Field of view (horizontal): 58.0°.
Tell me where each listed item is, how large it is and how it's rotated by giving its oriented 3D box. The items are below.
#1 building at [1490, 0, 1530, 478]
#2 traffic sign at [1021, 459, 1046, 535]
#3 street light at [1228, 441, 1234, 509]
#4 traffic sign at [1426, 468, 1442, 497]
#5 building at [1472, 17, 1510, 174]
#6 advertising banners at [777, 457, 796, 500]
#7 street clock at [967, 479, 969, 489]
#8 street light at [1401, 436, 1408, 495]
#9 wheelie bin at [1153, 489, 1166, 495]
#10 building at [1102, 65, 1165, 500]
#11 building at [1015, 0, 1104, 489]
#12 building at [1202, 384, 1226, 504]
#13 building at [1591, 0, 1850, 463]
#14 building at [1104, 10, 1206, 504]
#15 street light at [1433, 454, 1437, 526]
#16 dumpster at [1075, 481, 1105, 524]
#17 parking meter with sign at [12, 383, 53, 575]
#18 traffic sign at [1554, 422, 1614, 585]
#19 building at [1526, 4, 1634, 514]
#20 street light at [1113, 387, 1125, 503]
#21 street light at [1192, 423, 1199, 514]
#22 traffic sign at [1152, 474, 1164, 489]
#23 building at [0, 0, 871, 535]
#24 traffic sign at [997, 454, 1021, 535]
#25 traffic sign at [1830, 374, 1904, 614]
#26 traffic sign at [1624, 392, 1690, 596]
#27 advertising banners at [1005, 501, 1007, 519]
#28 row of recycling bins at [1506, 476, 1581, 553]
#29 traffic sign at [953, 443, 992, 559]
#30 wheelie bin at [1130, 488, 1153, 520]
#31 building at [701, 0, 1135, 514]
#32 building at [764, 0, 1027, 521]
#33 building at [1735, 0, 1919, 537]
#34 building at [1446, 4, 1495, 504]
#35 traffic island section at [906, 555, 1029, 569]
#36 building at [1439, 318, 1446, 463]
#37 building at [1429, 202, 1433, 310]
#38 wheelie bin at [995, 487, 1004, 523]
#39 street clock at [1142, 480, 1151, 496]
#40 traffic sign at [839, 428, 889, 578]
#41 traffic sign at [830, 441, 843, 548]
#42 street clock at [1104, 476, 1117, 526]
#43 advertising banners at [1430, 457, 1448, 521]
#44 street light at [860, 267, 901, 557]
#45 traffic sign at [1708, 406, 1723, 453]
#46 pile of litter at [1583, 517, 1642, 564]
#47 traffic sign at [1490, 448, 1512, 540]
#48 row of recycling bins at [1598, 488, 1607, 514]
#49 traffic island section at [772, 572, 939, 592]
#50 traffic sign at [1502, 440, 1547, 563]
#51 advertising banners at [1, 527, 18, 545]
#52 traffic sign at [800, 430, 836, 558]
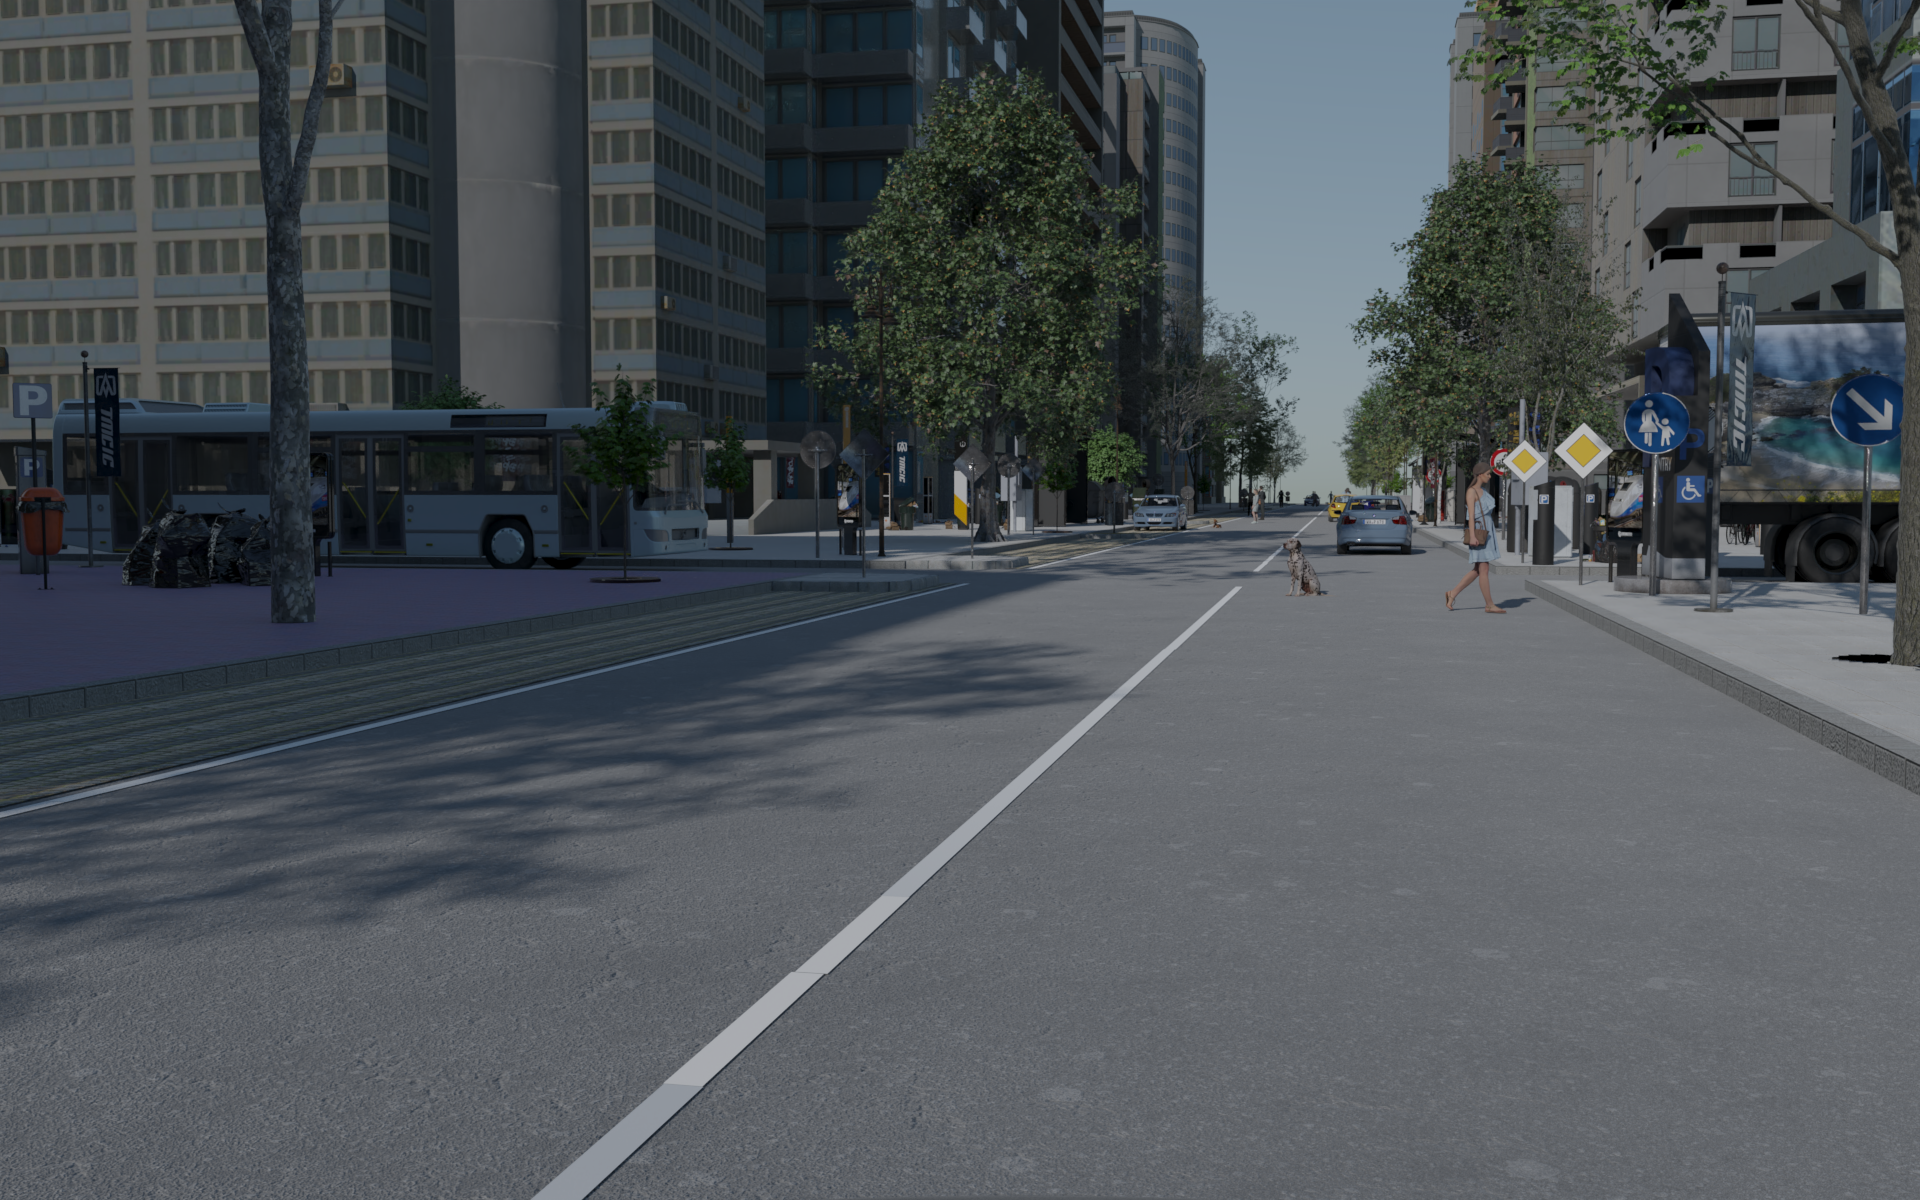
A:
[{"bbox_3d":[54.363,-29.608,138.721,22.147,44.769,28.867,1,4,12],"label":"building"},{"bbox_3d":[2.295,-3.231,54.017,0.795,2.450,0.064,1,4,14],"label":"traffic sign"},{"bbox_3d":[22.913,-10.639,146.737,0.468,5.910,1.993,1,4,12],"label":"street light"},{"bbox_3d":[22.672,-5.065,82.917,0.768,2.556,0.104,1,4,16],"label":"traffic sign"},{"bbox_3d":[54.941,-31.222,160.585,14.600,45.320,14.200,1,4,12],"label":"building"},{"bbox_3d":[-8.320,-5.032,78.454,2.074,3.025,0.090,-2,4,-35],"label":"advertising banners"},{"bbox_3d":[0.291,-4.696,81.349,0.358,2.002,0.471,0,4,3],"label":"street clock"},{"bbox_3d":[27.460,-8.208,106.990,0.468,5.910,1.993,1,4,12],"label":"street light"},{"bbox_3d":[12.384,-6.099,107.619,0.980,1.594,0.693,2,4,29],"label":"wheelie bin"},{"bbox_3d":[11.313,-29.274,162.229,14.154,41.232,14.086,1,4,12],"label":"building"},{"bbox_3d":[-1.907,-30.483,122.105,21.300,48.544,21.600,1,4,12],"label":"building"},{"bbox_3d":[22.736,-24.443,244.686,27.650,21.520,28.899,1,4,12],"label":"building"},{"bbox_3d":[46.475,-30.198,82.972,28.713,52.752,27.495,1,4,12],"label":"building"},{"bbox_3d":[18.574,-41.146,214.737,21.231,58.520,28.212,1,4,12],"label":"building"},{"bbox_3d":[18.849,-5.855,68.517,0.468,5.910,1.993,1,4,12],"label":"street light"},{"bbox_3d":[5.630,-4.279,75.712,1.264,1.857,1.865,1,4,12],"label":"dumpster"},{"bbox_3d":[-15.005,-1.943,28.022,0.543,3.016,1.738,-2,4,-30],"label":"parking meter with sign"},{"bbox_3d":[8.723,-1.263,24.290,0.795,2.450,0.064,1,4,12],"label":"traffic sign"},{"bbox_3d":[45.750,-26.578,118.150,14.154,41.232,14.086,1,4,12],"label":"building"},{"bbox_3d":[6.539,-6.068,71.994,0.468,5.910,1.993,1,4,12],"label":"street light"},{"bbox_3d":[14.964,-8.413,110.334,0.468,5.910,1.993,1,4,12],"label":"street light"},{"bbox_3d":[12.372,-6.610,108.180,0.768,2.556,0.104,1,4,19],"label":"traffic sign"},{"bbox_3d":[-20.686,-22.705,63.108,32.217,40.220,23.993,1,4,12],"label":"building"},{"bbox_3d":[1.529,-3.326,54.493,0.768,2.556,0.104,1,4,17],"label":"traffic sign"},{"bbox_3d":[9.654,-1.121,18.434,0.768,2.556,0.104,1,4,21],"label":"traffic sign"},{"bbox_3d":[8.732,-1.325,21.768,0.768,2.556,0.104,1,4,20],"label":"traffic sign"},{"bbox_3d":[2.702,-5.669,88.873,0.090,3.025,2.074,-1,4,-19],"label":"advertising banners"},{"bbox_3d":[13.183,-1.962,39.198,1.069,1.692,3.534,2,4,34],"label":"row of recycling bins"},{"bbox_3d":[0.246,-1.878,34.348,0.795,2.450,0.064,1,4,12],"label":"traffic sign"},{"bbox_3d":[8.803,-4.716,85.007,0.980,1.594,0.693,1,4,20],"label":"wheelie bin"},{"bbox_3d":[-1.847,-27.753,145.644,32.217,40.220,23.993,1,4,12],"label":"building"},{"bbox_3d":[-8.662,-29.164,96.435,23.786,49.044,30.456,1,4,12],"label":"building"},{"bbox_3d":[38.488,-44.778,44.789,31.000,86.520,22.319,1,4,12],"label":"building"},{"bbox_3d":[70.607,-41.016,212.610,21.231,58.520,28.212,1,4,12],"label":"building"},{"bbox_3d":[0.221,-0.742,34.415,2.009,0.180,2.903,1,4,12],"label":"traffic island section"},{"bbox_3d":[71.435,-33.722,234.942,14.154,41.232,14.086,1,4,12],"label":"building"},{"bbox_3d":[74.863,-36.671,249.677,14.600,45.320,14.200,1,4,12],"label":"building"},{"bbox_3d":[1.492,-4.097,74.895,0.693,1.594,0.980,-2,4,-29],"label":"wheelie bin"},{"bbox_3d":[9.260,-4.992,86.183,0.358,2.002,0.471,-2,4,-25],"label":"street clock"},{"bbox_3d":[-1.473,-1.401,26.550,0.795,2.450,0.064,1,4,12],"label":"traffic sign"},{"bbox_3d":[-2.786,-2.528,41.438,0.768,2.556,0.104,1,4,17],"label":"traffic sign"},{"bbox_3d":[6.085,-4.009,70.120,0.471,2.002,0.358,-2,4,-35],"label":"street clock"},{"bbox_3d":[22.794,-5.244,81.928,2.074,3.025,0.090,-3,5,-40],"label":"advertising banners"},{"bbox_3d":[-1.607,-3.828,35.380,0.468,5.910,1.993,1,4,12],"label":"street light"},{"bbox_3d":[10.134,-1.462,24.007,0.768,2.556,0.104,1,4,20],"label":"traffic sign"},{"bbox_3d":[12.336,-1.138,32.575,1.176,0.858,1.719,1,4,8],"label":"pile of litter"},{"bbox_3d":[15.155,-2.945,48.257,0.768,2.556,0.104,1,4,17],"label":"traffic sign"},{"bbox_3d":[28.115,-4.343,78.124,3.534,1.692,1.069,2,4,32],"label":"row of recycling bins"},{"bbox_3d":[-1.498,-0.265,26.617,2.009,0.180,2.903,1,4,12],"label":"traffic island section"},{"bbox_3d":[10.442,-1.740,32.089,0.795,2.450,0.064,1,4,12],"label":"traffic sign"},{"bbox_3d":[-24.839,-2.919,43.912,2.074,3.025,0.090,0,4,2],"label":"advertising banners"},{"bbox_3d":[-2.860,-2.116,34.706,0.768,2.556,0.104,1,4,15],"label":"traffic sign"}]
